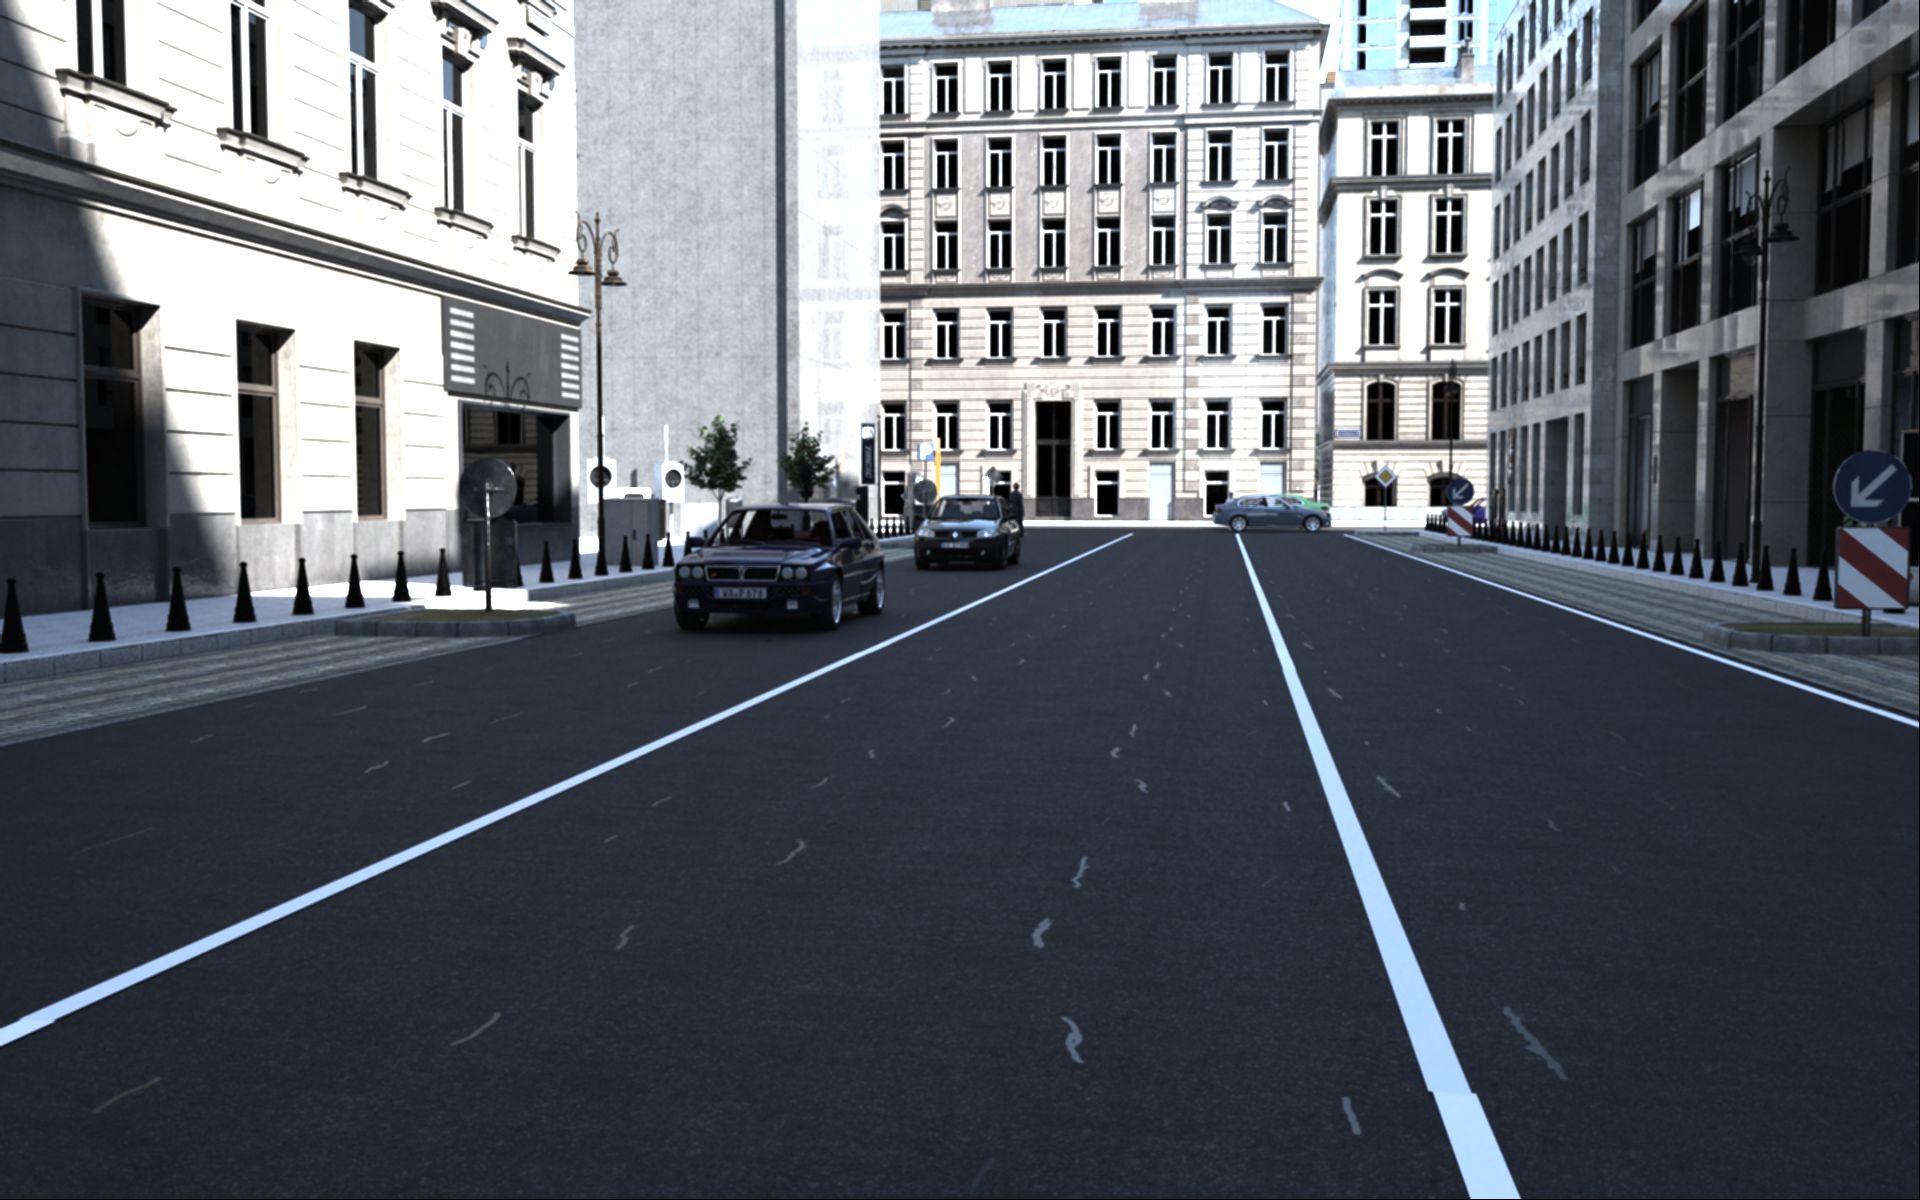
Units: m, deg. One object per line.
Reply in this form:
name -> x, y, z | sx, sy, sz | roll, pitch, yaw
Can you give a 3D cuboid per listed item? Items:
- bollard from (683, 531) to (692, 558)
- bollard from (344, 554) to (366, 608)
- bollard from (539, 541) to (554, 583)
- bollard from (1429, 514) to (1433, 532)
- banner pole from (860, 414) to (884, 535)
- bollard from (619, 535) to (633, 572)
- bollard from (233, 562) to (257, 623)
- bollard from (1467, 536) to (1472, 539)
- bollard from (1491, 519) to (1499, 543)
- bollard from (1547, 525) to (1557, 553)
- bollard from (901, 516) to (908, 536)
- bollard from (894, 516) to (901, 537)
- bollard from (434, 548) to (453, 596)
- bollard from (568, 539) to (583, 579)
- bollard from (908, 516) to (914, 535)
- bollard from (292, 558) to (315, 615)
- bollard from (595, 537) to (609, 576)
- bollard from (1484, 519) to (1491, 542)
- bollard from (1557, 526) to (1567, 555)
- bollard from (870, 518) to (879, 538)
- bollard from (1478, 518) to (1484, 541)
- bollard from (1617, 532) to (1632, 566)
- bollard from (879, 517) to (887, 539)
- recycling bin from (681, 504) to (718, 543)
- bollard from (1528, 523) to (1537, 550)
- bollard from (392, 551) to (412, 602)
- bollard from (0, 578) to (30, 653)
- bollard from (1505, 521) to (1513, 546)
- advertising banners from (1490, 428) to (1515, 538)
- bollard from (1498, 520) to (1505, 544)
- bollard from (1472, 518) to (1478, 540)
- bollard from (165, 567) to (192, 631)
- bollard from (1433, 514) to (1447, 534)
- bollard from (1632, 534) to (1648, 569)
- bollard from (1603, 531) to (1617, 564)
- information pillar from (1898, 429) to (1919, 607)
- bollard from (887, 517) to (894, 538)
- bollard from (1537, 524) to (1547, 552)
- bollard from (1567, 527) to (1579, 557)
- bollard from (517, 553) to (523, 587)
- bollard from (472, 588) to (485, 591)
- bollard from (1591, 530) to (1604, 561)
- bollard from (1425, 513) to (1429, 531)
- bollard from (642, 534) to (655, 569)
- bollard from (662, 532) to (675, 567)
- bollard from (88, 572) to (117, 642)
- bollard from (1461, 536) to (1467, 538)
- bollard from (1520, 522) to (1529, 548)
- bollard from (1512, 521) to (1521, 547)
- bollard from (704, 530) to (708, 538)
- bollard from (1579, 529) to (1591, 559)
bollard -> -4.994, -0.964, 31.797 | 0.229, 0.601, 0.229 | 0, 3, 0
bollard -> -6.846, -0.217, 19.582 | 0.229, 0.601, 0.229 | 0, 3, 0
bollard -> -6.003, -0.557, 25.141 | 0.229, 0.601, 0.229 | 0, 3, 0
bollard -> 16.107, -2.606, 58.645 | 0.229, 0.601, 0.229 | 0, 3, 0
banner pole -> -2.720, -3.917, 54.065 | 0.863, 3.779, 0.401 | -2, 4, -30
bollard -> -5.500, -0.760, 28.476 | 0.229, 0.601, 0.229 | 0, 3, 0
bollard -> -7.179, -0.081, 17.368 | 0.229, 0.601, 0.229 | 0, 3, 0
bollard -> 14.771, -2.062, 49.748 | 0.229, 0.601, 0.229 | 0, 3, 0
bollard -> 14.098, -1.791, 45.319 | 0.229, 0.601, 0.229 | 0, 3, 0
bollard -> 12.926, -1.315, 37.549 | 0.229, 0.601, 0.229 | 0, 3, 0
bollard -> -1.801, -2.257, 52.947 | 0.229, 0.601, 0.229 | 0, 3, 0
bollard -> -1.972, -2.189, 51.829 | 0.229, 0.601, 0.229 | 0, 3, 0
bollard -> -6.507, -0.352, 21.800 | 0.229, 0.601, 0.229 | 0, 3, 0
bollard -> -5.834, -0.625, 26.257 | 0.229, 0.601, 0.229 | 0, 3, 0
bollard -> -1.632, -2.326, 54.074 | 0.229, 0.601, 0.229 | 0, 3, 0
bollard -> -7.012, -0.149, 18.475 | 0.229, 0.601, 0.229 | 0, 3, 0
bollard -> -5.669, -0.693, 27.364 | 0.229, 0.601, 0.229 | 0, 3, 0
bollard -> 14.266, -1.859, 46.428 | 0.229, 0.601, 0.229 | 0, 3, 0
bollard -> 12.756, -1.248, 36.442 | 0.229, 0.601, 0.229 | 0, 3, 0
bollard -> -2.468, -1.985, 48.496 | 0.229, 0.601, 0.229 | 0, 3, 0
bollard -> 14.435, -1.926, 47.535 | 0.229, 0.601, 0.229 | 0, 3, 0
bollard -> 11.914, -0.908, 30.880 | 0.229, 0.601, 0.229 | 0, 3, 0
bollard -> -2.303, -2.053, 49.612 | 0.229, 0.601, 0.229 | 0, 3, 0
recycling bin -> -6.807, -2.000, 45.251 | 0.722, 1.027, 0.722 | 2, 4, 24
bollard -> 13.260, -1.452, 39.782 | 0.229, 0.601, 0.229 | 0, 3, 0
bollard -> -6.677, -0.285, 20.694 | 0.229, 0.601, 0.229 | 0, 3, 0
bollard -> -7.680, 0.122, 14.040 | 0.229, 0.601, 0.229 | 0, 3, 0
bollard -> 13.761, -1.655, 43.106 | 0.229, 0.601, 0.229 | 0, 3, 0
advertising banners -> 14.717, -3.109, 47.014 | 0.090, 3.025, 2.074 | 0, 4, 2
bollard -> 13.933, -1.723, 44.212 | 0.229, 0.601, 0.229 | 0, 3, 0
bollard -> 14.597, -1.994, 48.642 | 0.229, 0.601, 0.229 | 0, 3, 0
bollard -> -7.346, -0.013, 16.261 | 0.229, 0.601, 0.229 | 0, 3, 0
bollard -> 15.944, -2.537, 57.524 | 0.229, 0.601, 0.229 | 0, 3, 0
bollard -> 11.747, -0.840, 29.773 | 0.229, 0.601, 0.229 | 0, 3, 0
bollard -> 12.083, -0.976, 31.992 | 0.229, 0.601, 0.229 | 0, 3, 0
information pillar -> 10.969, -0.938, 19.826 | 0.304, 2.012, 0.304 | -2, 4, -32
bollard -> -2.137, -2.121, 50.722 | 0.229, 0.601, 0.229 | 0, 3, 0
bollard -> 13.091, -1.383, 38.661 | 0.229, 0.601, 0.229 | 0, 3, 0
bollard -> 12.590, -1.180, 35.335 | 0.229, 0.601, 0.229 | 0, 3, 0
bollard -> -6.173, -0.489, 24.029 | 0.229, 0.601, 0.229 | 0, 3, 0
bollard -> -6.340, -0.420, 22.907 | 0.229, 0.601, 0.229 | 0, 3, 0
bollard -> 12.255, -1.044, 33.109 | 0.229, 0.601, 0.229 | 0, 3, 0
bollard -> 16.280, -2.674, 59.761 | 0.229, 0.601, 0.229 | 0, 3, 0
bollard -> -5.328, -0.828, 29.582 | 0.229, 0.601, 0.229 | 0, 3, 0
bollard -> -5.166, -0.896, 30.689 | 0.229, 0.601, 0.229 | 0, 3, 0
bollard -> -7.512, 0.055, 15.148 | 0.229, 0.601, 0.229 | 0, 3, 0
bollard -> 14.930, -2.129, 50.856 | 0.229, 0.601, 0.229 | 0, 3, 0
bollard -> 13.425, -1.520, 40.889 | 0.229, 0.601, 0.229 | 0, 3, 0
bollard -> 13.593, -1.587, 41.995 | 0.229, 0.601, 0.229 | 0, 3, 0
bollard -> -4.829, -1.032, 32.907 | 0.229, 0.601, 0.229 | 0, 3, 0
bollard -> 12.425, -1.112, 34.228 | 0.229, 0.601, 0.229 | 0, 3, 0
